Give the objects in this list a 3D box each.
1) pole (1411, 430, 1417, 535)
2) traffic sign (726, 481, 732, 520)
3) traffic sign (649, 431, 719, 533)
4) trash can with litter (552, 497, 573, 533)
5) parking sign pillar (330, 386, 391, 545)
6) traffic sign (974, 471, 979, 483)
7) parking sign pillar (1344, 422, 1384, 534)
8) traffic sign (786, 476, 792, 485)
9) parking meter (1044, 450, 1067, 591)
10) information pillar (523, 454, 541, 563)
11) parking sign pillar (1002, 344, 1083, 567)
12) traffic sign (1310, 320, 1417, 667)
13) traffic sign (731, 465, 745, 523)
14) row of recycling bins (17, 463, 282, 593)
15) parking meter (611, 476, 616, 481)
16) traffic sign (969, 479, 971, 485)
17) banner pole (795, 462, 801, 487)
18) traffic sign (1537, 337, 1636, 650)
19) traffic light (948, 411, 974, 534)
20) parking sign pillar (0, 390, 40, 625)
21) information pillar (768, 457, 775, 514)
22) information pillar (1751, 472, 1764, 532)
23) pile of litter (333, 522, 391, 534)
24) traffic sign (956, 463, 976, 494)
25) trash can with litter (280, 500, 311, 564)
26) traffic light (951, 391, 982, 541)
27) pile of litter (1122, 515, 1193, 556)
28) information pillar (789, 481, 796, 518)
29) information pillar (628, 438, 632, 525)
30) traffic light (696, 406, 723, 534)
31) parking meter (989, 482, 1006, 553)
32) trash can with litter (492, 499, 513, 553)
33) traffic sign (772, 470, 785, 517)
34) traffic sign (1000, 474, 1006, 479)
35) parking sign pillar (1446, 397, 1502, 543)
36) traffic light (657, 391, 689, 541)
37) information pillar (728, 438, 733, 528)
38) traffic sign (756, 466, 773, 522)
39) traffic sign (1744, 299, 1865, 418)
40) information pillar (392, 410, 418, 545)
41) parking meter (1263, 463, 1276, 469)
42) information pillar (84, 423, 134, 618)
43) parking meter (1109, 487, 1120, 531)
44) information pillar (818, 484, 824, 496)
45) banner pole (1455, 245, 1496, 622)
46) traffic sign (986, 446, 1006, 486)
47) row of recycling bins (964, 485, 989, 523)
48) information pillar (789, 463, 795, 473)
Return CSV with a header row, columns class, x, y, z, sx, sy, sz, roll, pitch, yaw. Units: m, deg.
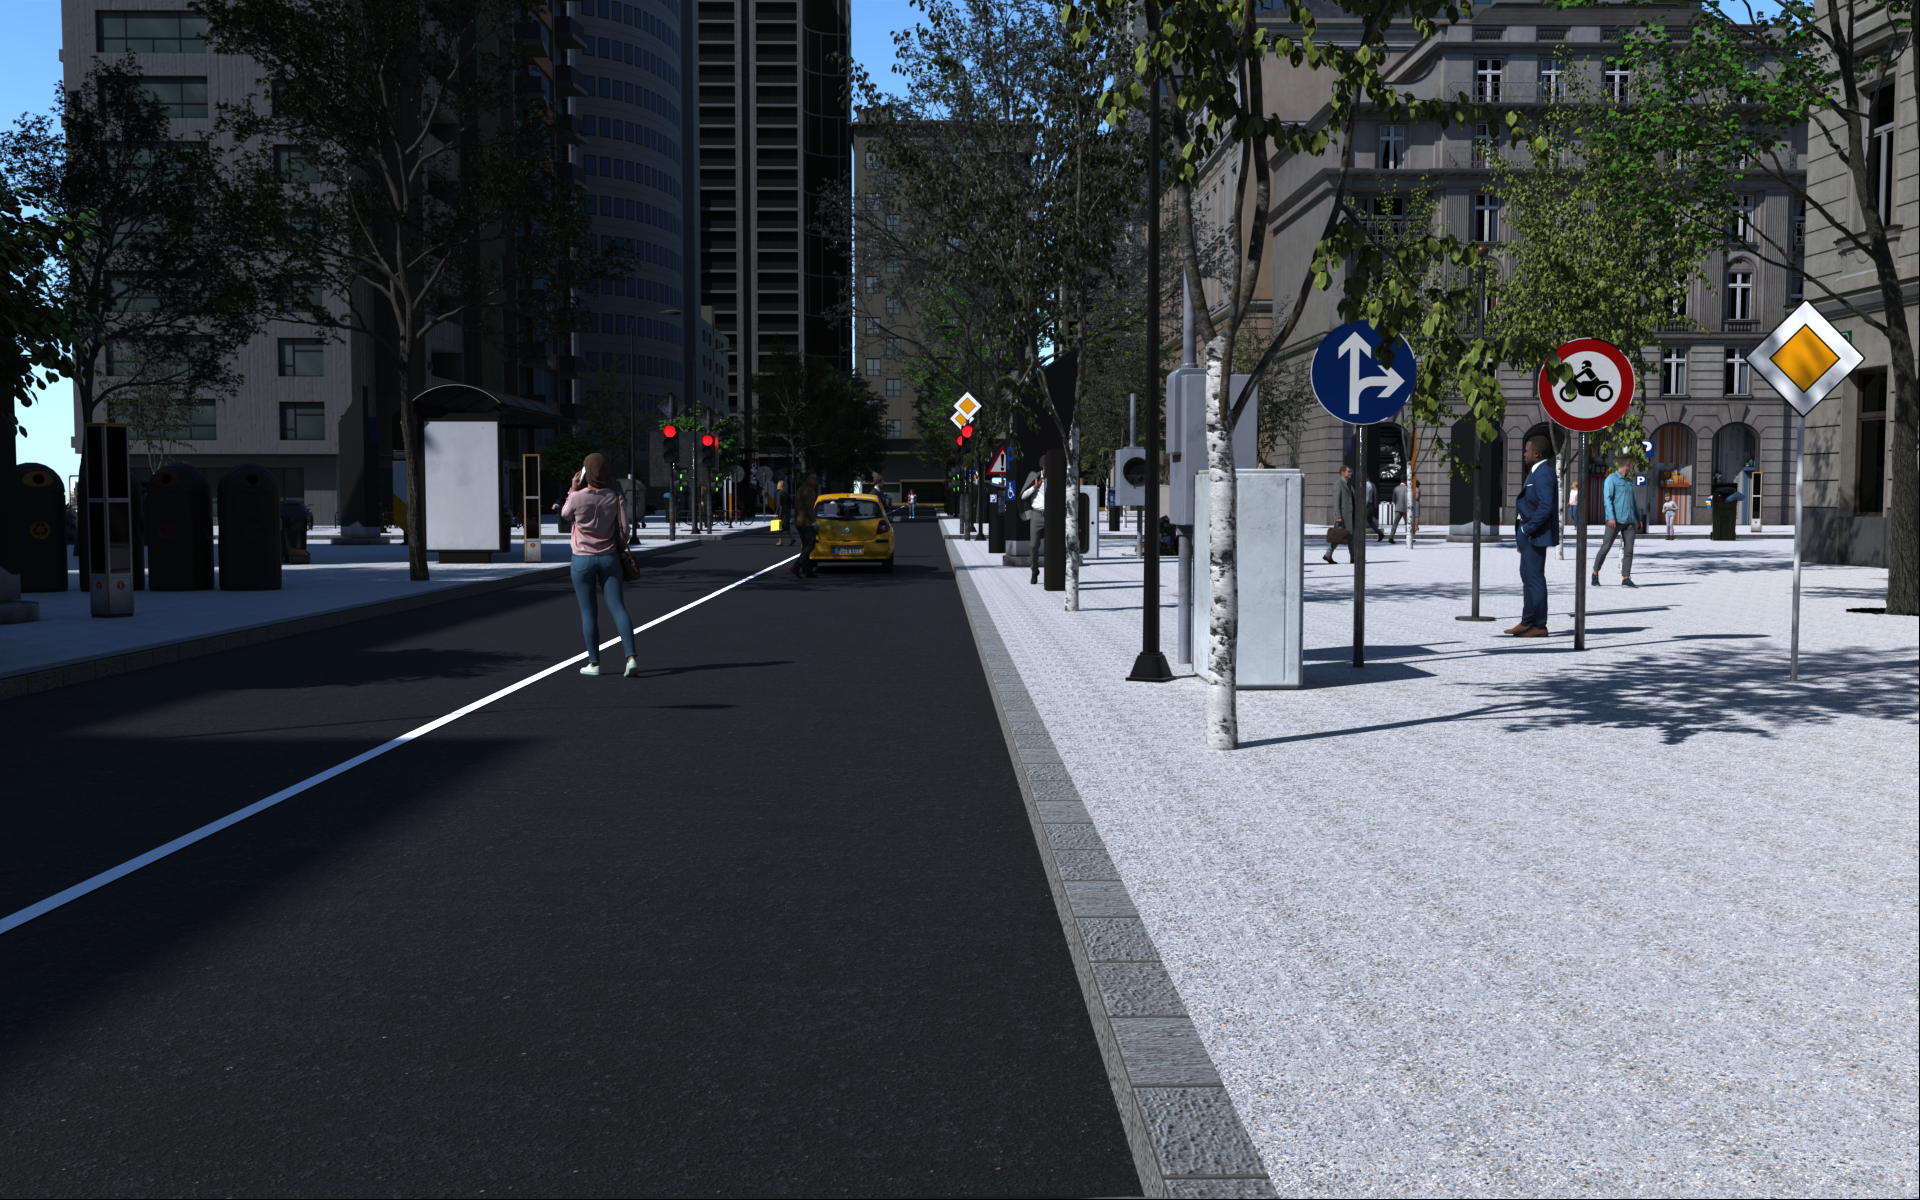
class,x,y,z,sx,sy,sz,roll,pitch,yaw
pole,14.348,-3.728,54.791,0.158,3.312,0.155,0,3,0
traffic sign,-11.582,-5.281,86.445,0.768,2.556,0.104,0,4,5
traffic sign,-8.960,-3.814,56.234,2.265,3.308,0.079,0,4,3
trash can with litter,-12.971,-2.790,57.011,0.624,1.170,1.055,0,4,6
parking sign pillar,-15.243,-3.392,43.929,1.447,3.967,1.447,3,5,43
traffic sign,0.985,-6.104,99.540,0.795,2.593,0.064,0,4,6
parking sign pillar,12.995,-4.129,55.982,1.447,3.967,1.447,-3,5,-39
traffic sign,-11.655,-7.337,120.062,0.768,2.556,0.104,0,4,2
parking meter,1.266,-1.060,23.035,0.255,1.863,0.399,0,4,-5
information pillar,-7.942,-1.691,32.142,0.304,2.012,0.304,-1,4,-16
parking sign pillar,1.482,-2.596,30.924,1.447,3.967,1.447,-2,4,-25
traffic sign,2.956,-0.775,12.770,0.768,2.556,0.104,0,4,7
traffic sign,-9.784,-4.616,75.585,0.768,2.556,0.104,0,4,6
row of recycling bins,-10.890,-0.975,23.061,3.534,1.692,1.069,-1,4,-9
parking meter,-11.444,-3.115,56.639,0.399,1.863,0.255,0,4,-5
traffic sign,0.429,-6.199,101.460,0.768,2.556,0.104,0,4,4
banner pole,-11.247,-7.877,118.808,0.863,3.779,0.401,-2,4,-24
traffic sign,5.103,-0.862,14.193,0.768,2.556,0.104,0,4,7
traffic light,0.049,-4.075,55.544,0.839,4.253,0.868,0,4,-1
parking sign pillar,-10.023,-1.757,17.203,1.447,3.967,1.447,1,4,10
information pillar,-11.913,-7.211,109.262,0.183,3.616,0.504,3,5,42
information pillar,26.682,-3.271,57.972,0.304,2.012,0.304,2,4,32
pile of litter,-19.590,-2.620,56.799,1.719,0.858,1.176,-1,4,-9
traffic sign,0.224,-3.941,64.548,0.768,2.556,0.104,1,4,8
trash can with litter,-12.211,-1.259,31.979,0.624,1.170,1.055,-2,4,-34
traffic light,0.188,-3.586,47.560,0.839,4.253,0.868,0,4,-1
pile of litter,4.165,-1.359,36.177,1.719,0.858,1.176,0,4,-6
information pillar,-9.143,-5.501,94.429,0.304,2.012,0.304,-2,4,-33
information pillar,-13.834,-4.978,72.738,0.183,3.616,0.504,0,4,2
traffic light,-8.011,-4.065,55.388,0.839,4.253,0.868,0,4,-1
parking meter,0.807,-1.787,37.627,0.372,1.533,0.369,0,3,0
trash can with litter,-10.331,-1.624,37.933,1.055,1.170,0.624,-1,4,-15
traffic sign,-9.735,-5.669,92.790,0.768,2.556,0.104,0,4,4
traffic sign,1.703,-3.677,60.217,0.768,2.556,0.104,0,4,3
parking sign pillar,13.714,-3.525,46.100,1.447,3.967,1.447,-3,4,-37
traffic light,-7.872,-3.577,47.404,0.839,4.253,0.868,0,4,-1
information pillar,-8.606,-4.497,64.885,0.183,3.616,0.504,0,4,-7
traffic sign,-8.825,-4.771,78.109,0.768,2.556,0.104,0,4,1
traffic sign,5.730,-0.736,11.762,0.795,2.593,0.064,0,4,4
information pillar,-13.916,-3.177,43.290,0.504,3.616,0.183,0,4,1
parking meter,5.393,-1.527,30.684,0.399,1.863,0.255,-1,4,-10
information pillar,-8.850,-0.828,18.025,0.304,2.012,0.304,2,4,28
parking meter,5.329,-3.139,59.732,0.372,1.533,0.369,0,3,0
information pillar,-10.384,-7.643,129.455,0.304,2.012,0.304,3,4,38
banner pole,5.181,-1.668,17.287,0.401,3.779,0.863,1,4,16
traffic sign,1.145,-2.857,46.713,0.884,2.594,0.081,0,3,0
row of recycling bins,1.041,-4.387,78.837,1.069,1.692,3.534,2,4,25
information pillar,-12.699,-8.526,130.761,0.504,3.616,0.183,-2,4,-31
